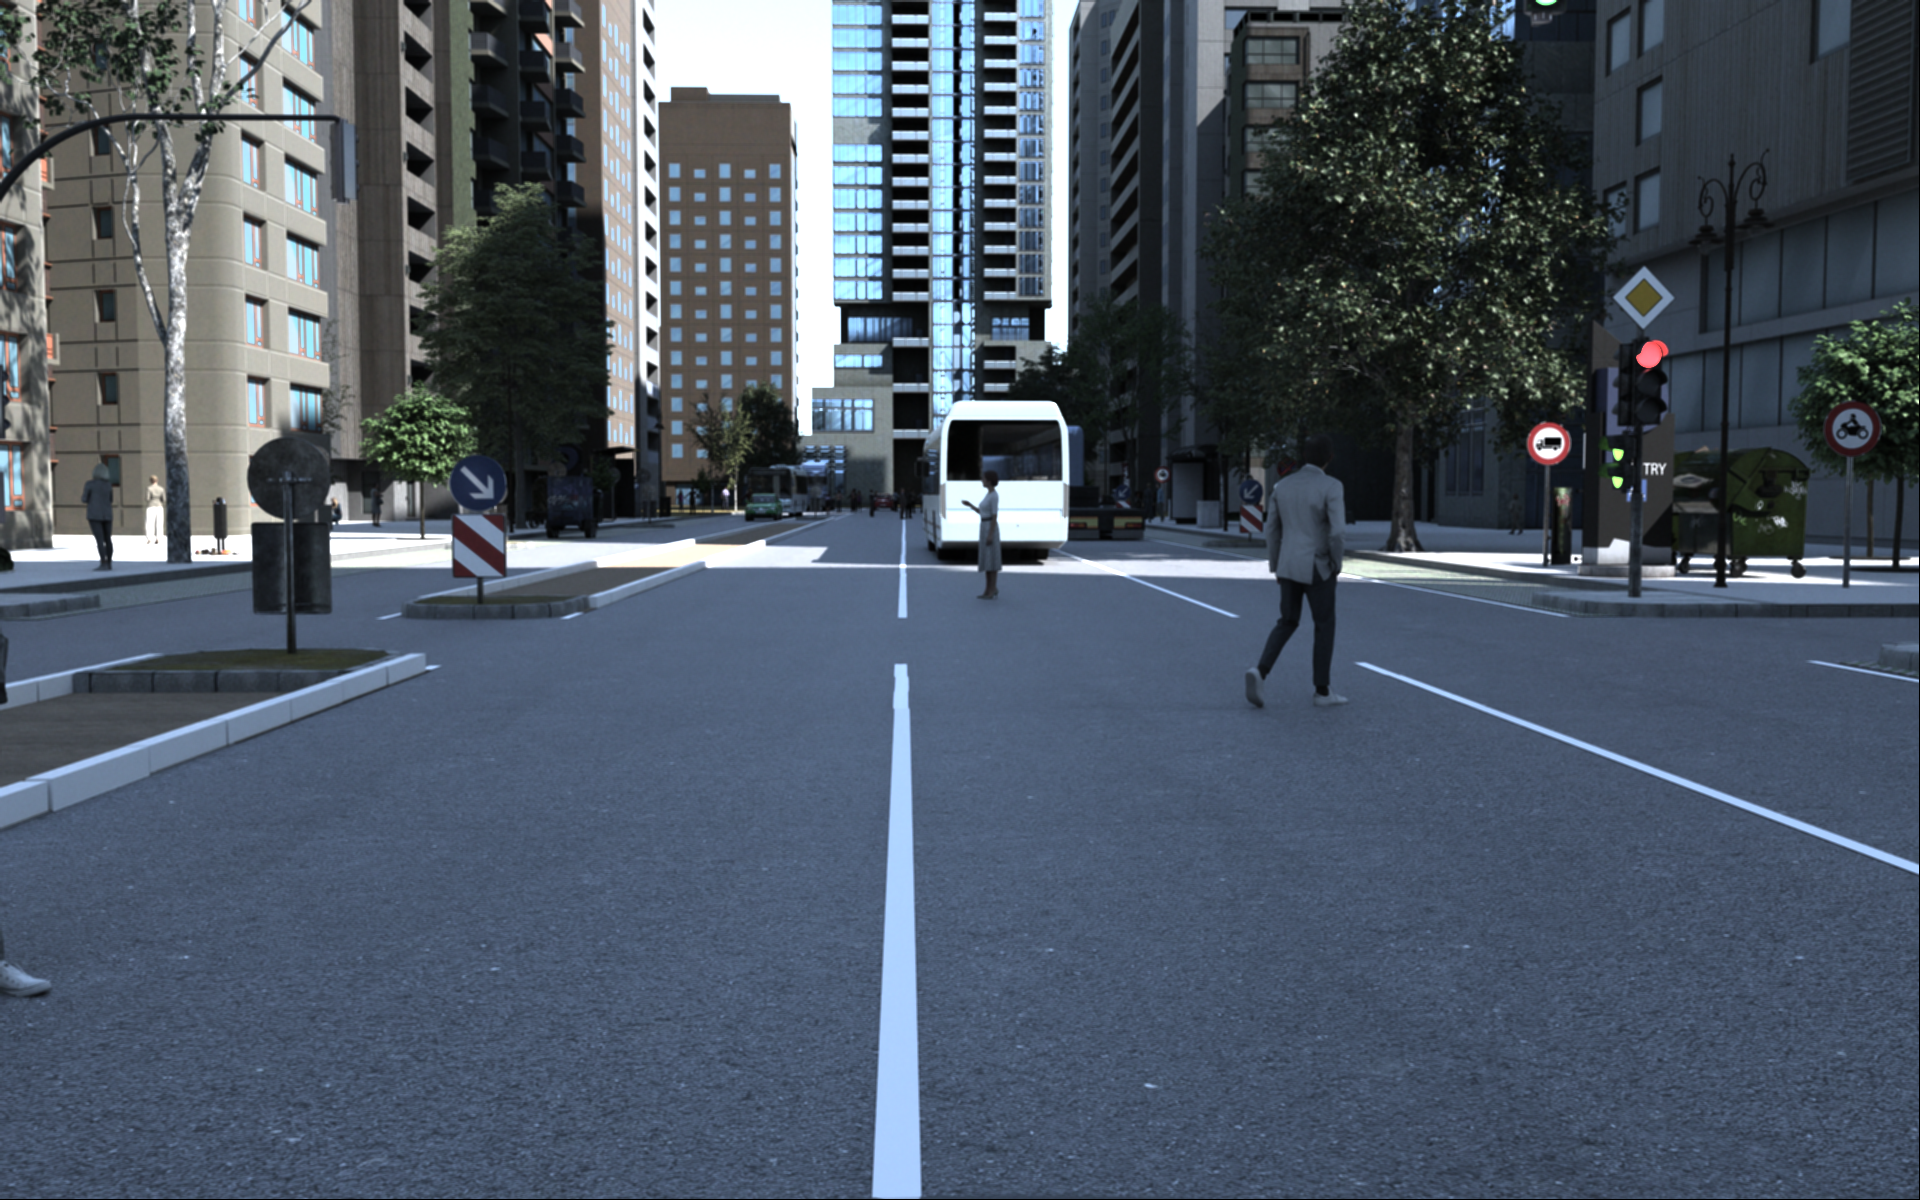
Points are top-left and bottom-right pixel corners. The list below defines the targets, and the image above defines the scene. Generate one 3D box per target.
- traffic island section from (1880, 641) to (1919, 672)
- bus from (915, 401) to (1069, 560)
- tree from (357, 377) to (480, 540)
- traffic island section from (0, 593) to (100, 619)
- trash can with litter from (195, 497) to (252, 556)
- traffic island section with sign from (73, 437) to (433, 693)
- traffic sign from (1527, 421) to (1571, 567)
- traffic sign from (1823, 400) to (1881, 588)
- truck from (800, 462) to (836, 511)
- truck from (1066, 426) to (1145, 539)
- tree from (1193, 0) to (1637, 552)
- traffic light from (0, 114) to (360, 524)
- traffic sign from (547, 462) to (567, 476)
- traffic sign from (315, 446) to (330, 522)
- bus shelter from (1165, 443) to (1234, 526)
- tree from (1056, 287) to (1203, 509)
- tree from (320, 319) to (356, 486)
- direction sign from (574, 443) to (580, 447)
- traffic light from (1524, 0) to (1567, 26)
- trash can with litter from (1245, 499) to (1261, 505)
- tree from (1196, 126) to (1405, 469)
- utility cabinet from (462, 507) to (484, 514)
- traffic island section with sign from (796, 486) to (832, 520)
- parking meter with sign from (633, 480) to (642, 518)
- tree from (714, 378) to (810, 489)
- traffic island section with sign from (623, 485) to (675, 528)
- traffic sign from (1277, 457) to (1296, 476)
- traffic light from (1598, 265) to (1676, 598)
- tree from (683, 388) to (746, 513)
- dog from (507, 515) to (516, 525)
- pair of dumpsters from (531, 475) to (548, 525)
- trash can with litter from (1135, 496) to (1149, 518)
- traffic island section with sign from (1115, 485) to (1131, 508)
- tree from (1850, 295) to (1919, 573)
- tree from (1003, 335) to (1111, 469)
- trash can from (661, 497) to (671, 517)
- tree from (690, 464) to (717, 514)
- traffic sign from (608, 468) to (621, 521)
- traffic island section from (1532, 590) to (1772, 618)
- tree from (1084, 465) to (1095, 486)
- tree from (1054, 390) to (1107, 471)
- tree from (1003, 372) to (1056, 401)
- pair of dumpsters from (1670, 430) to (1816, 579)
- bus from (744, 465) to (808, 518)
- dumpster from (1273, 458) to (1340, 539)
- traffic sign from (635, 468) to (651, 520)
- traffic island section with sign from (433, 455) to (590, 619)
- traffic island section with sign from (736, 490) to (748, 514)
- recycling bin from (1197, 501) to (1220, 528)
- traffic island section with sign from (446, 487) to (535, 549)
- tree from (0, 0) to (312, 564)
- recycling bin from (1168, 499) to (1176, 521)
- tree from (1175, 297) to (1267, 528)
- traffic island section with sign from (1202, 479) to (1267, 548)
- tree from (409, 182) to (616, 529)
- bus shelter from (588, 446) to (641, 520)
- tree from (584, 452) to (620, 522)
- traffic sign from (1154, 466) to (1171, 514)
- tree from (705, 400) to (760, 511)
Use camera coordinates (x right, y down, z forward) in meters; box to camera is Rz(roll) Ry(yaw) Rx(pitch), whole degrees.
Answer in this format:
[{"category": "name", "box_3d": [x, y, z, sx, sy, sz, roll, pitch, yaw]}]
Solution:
[{"category": "traffic island section", "box_3d": [8.671, 0.533, 13.566, 2.009, 0.180, 2.903, 0, 4, -2]}, {"category": "bus", "box_3d": [0.549, -2.819, 40.953, 2.948, 3.499, 13.247, 0, 4, -3]}, {"category": "tree", "box_3d": [-15.071, -3.976, 48.729, 4.285, 4.588, 4.351, 0, 3, 0]}, {"category": "traffic island section", "box_3d": [-11.816, 0.084, 20.904, 2.009, 0.180, 2.903, 0, 4, -2]}, {"category": "trash can with litter", "box_3d": [-15.684, -1.575, 36.816, 1.678, 1.210, 2.233, -2, 4, -33]}, {"category": "traffic island section with sign", "box_3d": [-5.381, -0.319, 13.355, 2.006, 1.907, 1.989, 0, 4, -2]}, {"category": "traffic sign", "box_3d": [10.322, -1.857, 30.461, 0.768, 2.556, 0.104, 0, 4, 0]}, {"category": "traffic sign", "box_3d": [12.127, -1.439, 23.629, 0.768, 2.556, 0.104, 0, 4, 2]}, {"category": "truck", "box_3d": [-12.494, -9.924, 152.017, 2.967, 4.110, 18.799, 0, 4, -2]}, {"category": "truck", "box_3d": [4.006, -4.450, 62.520, 2.967, 4.110, 18.799, 0, 4, -3]}, {"category": "tree", "box_3d": [9.918, -7.410, 38.166, 9.611, 12.733, 9.660, 0, 3, 0]}, {"category": "traffic light", "box_3d": [-9.688, -2.826, 20.873, 4.771, 5.953, 1.251, 0, 4, -2]}, {"category": "traffic sign", "box_3d": [-15.916, -4.178, 68.421, 0.768, 2.556, 0.104, 0, 4, 3]}, {"category": "traffic sign", "box_3d": [-17.044, -2.796, 45.823, 0.768, 2.556, 0.104, 0, 4, 4]}, {"category": "bus shelter", "box_3d": [9.861, -4.748, 71.546, 2.014, 3.302, 5.546, 0, 4, -2]}, {"category": "tree", "box_3d": [8.658, -9.887, 87.406, 9.928, 11.665, 9.643, 0, 3, 0]}, {"category": "tree", "box_3d": [-25.744, -7.209, 68.230, 4.360, 8.622, 3.978, 0, 3, 0]}, {"category": "direction sign", "box_3d": [-17.225, -5.254, 77.897, 0.379, 3.537, 0.876, 0, 4, 3]}, {"category": "traffic light", "box_3d": [6.543, -2.359, 13.242, 4.771, 5.953, 1.251, 0, 4, -2]}, {"category": "trash can with litter", "box_3d": [10.463, -3.131, 62.586, 0.624, 1.170, 1.055, -1, 4, -15]}, {"category": "tree", "box_3d": [10.900, -8.265, 53.255, 7.486, 12.596, 7.792, 0, 3, 0]}, {"category": "utility cabinet", "box_3d": [-15.846, -2.948, 56.876, 0.318, 1.500, 1.173, 2, 4, 24]}, {"category": "traffic island section with sign", "box_3d": [-8.032, -5.365, 95.858, 2.006, 1.907, 1.989, 0, 4, -2]}, {"category": "parking meter with sign", "box_3d": [-17.727, -5.990, 94.193, 0.543, 3.016, 1.738, -2, 4, -27]}, {"category": "tree", "box_3d": [-19.532, -15.536, 171.017, 9.611, 12.733, 9.660, 0, 3, 0]}, {"category": "traffic island section with sign", "box_3d": [-13.187, -3.972, 73.571, 1.989, 1.847, 2.006, 0, 4, -2]}, {"category": "traffic sign", "box_3d": [11.359, -3.662, 59.988, 0.768, 2.556, 0.104, 0, 4, 7]}, {"category": "traffic light", "box_3d": [8.374, -1.988, 21.431, 0.839, 4.253, 0.868, 0, 4, -2]}, {"category": "tree", "box_3d": [-16.706, -10.273, 118.329, 4.360, 8.622, 3.978, 0, 3, 0]}, {"category": "dog", "box_3d": [-18.785, -3.367, 72.787, 0.748, 0.427, 0.550, -1, 4, -9]}, {"category": "pair of dumpsters", "box_3d": [-17.365, -4.397, 74.385, 1.574, 2.255, 4.437, 0, 4, -2]}, {"category": "trash can with litter", "box_3d": [9.703, -4.924, 91.892, 1.055, 1.170, 0.624, 2, 4, 24]}, {"category": "traffic island section with sign", "box_3d": [6.744, -3.983, 73.743, 1.989, 1.847, 2.006, 0, 4, -2]}, {"category": "tree", "box_3d": [15.577, -2.757, 28.788, 4.285, 4.588, 4.351, 0, 3, 0]}, {"category": "tree", "box_3d": [7.620, -14.302, 140.489, 9.857, 13.997, 8.962, 0, 3, 0]}, {"category": "trash can", "box_3d": [-16.253, -5.128, 95.493, 0.748, 1.137, 0.748, 0, 3, 0]}, {"category": "tree", "box_3d": [-16.938, -7.270, 113.459, 1.663, 3.219, 1.824, 0, 3, 0]}, {"category": "traffic sign", "box_3d": [-16.713, -5.092, 83.361, 0.768, 2.556, 0.104, 0, 4, 8]}, {"category": "traffic island section", "box_3d": [8.415, 0.045, 21.547, 2.009, 0.180, 2.903, 0, 4, -2]}, {"category": "tree", "box_3d": [8.224, -7.340, 114.609, 1.663, 3.219, 1.824, 0, 3, 0]}, {"category": "tree", "box_3d": [8.006, -10.371, 119.921, 4.360, 8.622, 3.978, 0, 3, 0]}, {"category": "tree", "box_3d": [6.602, -14.884, 160.359, 9.611, 12.733, 9.660, 0, 3, 0]}, {"category": "pair of dumpsters", "box_3d": [12.134, -1.576, 28.262, 1.574, 2.255, 4.437, 0, 4, -2]}, {"category": "bus", "box_3d": [-11.249, -6.884, 107.415, 2.948, 3.499, 13.247, 0, 4, -1]}, {"category": "dumpster", "box_3d": [9.663, -2.802, 48.302, 1.502, 2.255, 1.985, 0, 4, -2]}, {"category": "traffic sign", "box_3d": [-15.580, -5.201, 85.136, 0.768, 2.556, 0.104, 0, 4, 1]}, {"category": "traffic island section with sign", "box_3d": [-5.610, -0.772, 20.758, 2.006, 1.907, 1.989, 0, 4, -2]}, {"category": "traffic island section with sign", "box_3d": [-14.769, -6.980, 122.747, 1.989, 1.847, 2.006, 0, 4, -2]}, {"category": "recycling bin", "box_3d": [9.322, -3.211, 65.053, 0.722, 1.027, 0.722, 0, 4, -5]}, {"category": "traffic island section with sign", "box_3d": [-12.280, -2.255, 45.505, 1.989, 1.847, 2.006, 0, 4, -2]}, {"category": "tree", "box_3d": [-13.666, -10.820, 32.794, 12.611, 20.169, 13.585, 0, 3, 0]}, {"category": "recycling bin", "box_3d": [10.473, -4.316, 83.121, 0.722, 1.027, 0.722, -1, 4, -19]}, {"category": "tree", "box_3d": [10.076, -7.010, 64.973, 4.360, 8.622, 3.978, 0, 3, 0]}, {"category": "traffic island section with sign", "box_3d": [7.604, -2.335, 46.802, 1.989, 1.847, 2.006, 0, 4, -2]}, {"category": "tree", "box_3d": [-16.212, -8.866, 63.082, 7.486, 12.596, 7.792, 0, 3, 0]}, {"category": "bus shelter", "box_3d": [-17.561, -5.933, 88.287, 1.731, 3.624, 6.357, 0, 4, -2]}, {"category": "tree", "box_3d": [-16.558, -5.225, 80.025, 1.663, 3.219, 1.824, 0, 3, 0]}, {"category": "traffic sign", "box_3d": [9.268, -4.839, 79.220, 0.768, 2.556, 0.104, 0, 4, 5]}, {"category": "tree", "box_3d": [-17.712, -11.266, 134.559, 4.737, 8.622, 4.395, 0, 3, 0]}]
